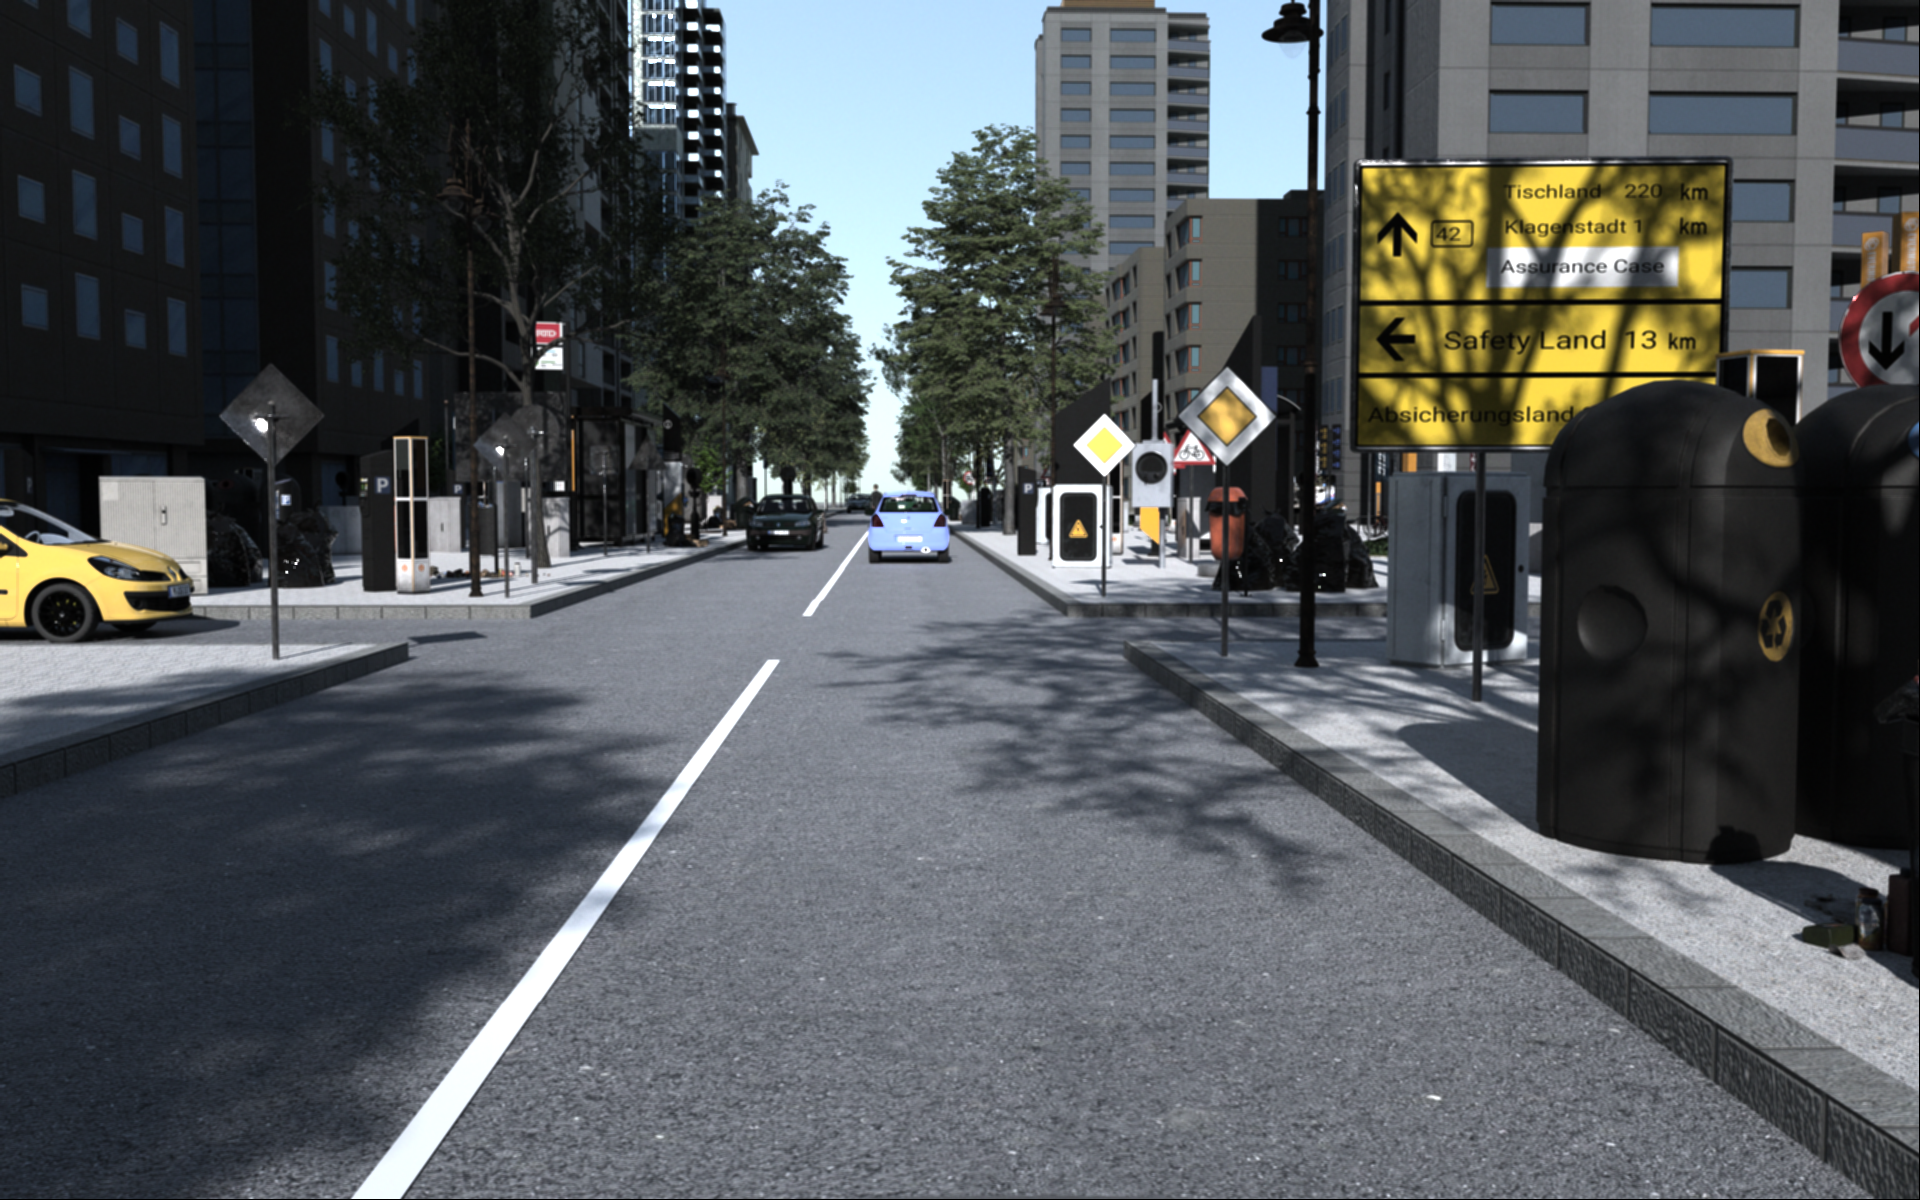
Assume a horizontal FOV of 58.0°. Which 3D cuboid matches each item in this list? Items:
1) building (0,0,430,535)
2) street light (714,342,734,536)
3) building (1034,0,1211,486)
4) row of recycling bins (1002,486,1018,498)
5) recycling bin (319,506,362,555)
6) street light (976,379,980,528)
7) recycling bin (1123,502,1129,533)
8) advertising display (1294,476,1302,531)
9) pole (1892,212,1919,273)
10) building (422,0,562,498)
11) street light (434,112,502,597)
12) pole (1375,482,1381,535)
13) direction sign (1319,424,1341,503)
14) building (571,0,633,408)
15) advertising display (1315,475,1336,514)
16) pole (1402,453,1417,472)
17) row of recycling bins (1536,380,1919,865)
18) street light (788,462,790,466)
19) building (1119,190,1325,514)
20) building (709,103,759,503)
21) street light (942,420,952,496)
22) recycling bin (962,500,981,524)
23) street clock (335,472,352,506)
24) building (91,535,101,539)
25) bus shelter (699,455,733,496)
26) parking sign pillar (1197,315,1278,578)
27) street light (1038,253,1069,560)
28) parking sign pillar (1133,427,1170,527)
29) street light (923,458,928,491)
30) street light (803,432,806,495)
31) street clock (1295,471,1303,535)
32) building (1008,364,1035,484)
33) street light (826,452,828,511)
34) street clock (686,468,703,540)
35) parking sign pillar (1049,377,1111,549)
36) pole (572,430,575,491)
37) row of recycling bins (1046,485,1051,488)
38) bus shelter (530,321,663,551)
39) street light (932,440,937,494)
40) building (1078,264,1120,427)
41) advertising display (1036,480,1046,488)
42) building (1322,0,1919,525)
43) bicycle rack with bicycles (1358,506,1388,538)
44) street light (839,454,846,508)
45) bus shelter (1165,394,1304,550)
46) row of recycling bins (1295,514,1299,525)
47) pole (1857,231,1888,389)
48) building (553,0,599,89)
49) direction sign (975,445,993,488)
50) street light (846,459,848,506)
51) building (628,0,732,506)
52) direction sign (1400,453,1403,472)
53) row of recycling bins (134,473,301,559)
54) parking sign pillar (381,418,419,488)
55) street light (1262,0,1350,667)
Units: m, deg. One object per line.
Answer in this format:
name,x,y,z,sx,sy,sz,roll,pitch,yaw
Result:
building,-28.856,-25.324,64.155,14.600,45.320,14.200,0,4,-2
street light,-7.179,-4.889,52.726,0.468,5.910,1.993,0,4,-2
building,19.718,-41.041,213.021,21.231,58.520,28.212,0,4,-2
row of recycling bins,2.368,-4.175,75.378,1.069,1.692,3.534,0,4,-4
recycling bin,-13.133,-1.479,36.730,0.722,1.027,0.722,-2,4,-34
street light,0.677,-5.621,64.693,0.468,5.910,1.993,0,4,-2
recycling bin,5.132,-2.761,57.692,0.722,1.027,0.722,-3,5,-43
advertising display,11.541,-3.389,60.625,0.123,1.923,0.974,-3,5,-44
pole,6.873,-1.151,12.655,0.158,3.312,0.155,0,3,0
building,-28.461,-19.269,86.750,14.160,30.474,14.107,0,4,-2
street light,-6.058,-2.980,21.506,0.468,5.910,1.993,0,4,-2
pole,13.150,-3.706,54.431,0.158,3.312,0.155,0,3,0
direction sign,12.059,-3.946,56.516,0.379,3.537,0.876,-3,4,-38
building,-33.983,-42.435,132.072,20.563,71.187,20.611,0,4,-2
advertising display,11.928,-3.179,57.195,0.974,1.923,0.123,-1,4,-12
pole,6.731,-1.963,25.941,0.158,3.312,0.155,0,3,0
row of recycling bins,3.929,0.034,6.564,3.534,1.692,1.069,0,4,-6
street light,-8.370,-6.850,84.793,0.468,5.910,1.993,0,4,-2
building,26.521,-16.597,116.393,27.650,21.520,28.899,0,4,-2
building,-42.650,-39.631,237.199,28.713,52.752,27.495,0,4,-2
street light,-0.943,-8.400,110.121,0.468,5.910,1.993,0,4,-2
recycling bin,0.554,-3.725,73.453,0.722,1.027,0.722,3,5,44
street clock,-19.967,-3.154,56.130,0.471,2.002,0.358,1,4,23
building,-28.677,-23.968,41.989,14.600,45.320,14.200,0,4,-2
bus shelter,-12.426,-5.595,85.395,2.014,3.302,5.546,0,4,-2
parking sign pillar,4.429,-2.349,26.874,1.447,3.967,1.447,-1,4,-16
street light,1.803,-3.712,33.474,0.468,5.910,1.993,0,4,-2
parking sign pillar,7.481,-4.841,67.625,1.447,3.967,1.447,0,4,5
street light,-4.055,-13.459,192.839,0.468,5.910,1.993,0,4,-2
street light,-8.818,-7.659,98.014,0.468,5.910,1.993,0,4,-2
street clock,10.733,-3.035,54.185,0.471,2.002,0.358,-1,4,-19
building,21.415,-24.324,242.734,27.650,21.520,28.899,0,4,-2
street light,-9.979,-9.587,129.541,0.468,5.910,1.993,0,4,-2
street clock,-7.408,-2.678,48.361,0.471,2.002,0.358,3,5,44
parking sign pillar,2.792,-3.148,39.949,1.447,3.967,1.447,0,4,-6
pole,-10.749,-3.311,47.975,0.158,3.312,0.155,0,3,0
row of recycling bins,3.868,-4.588,82.120,1.069,1.692,3.534,1,4,15
bus shelter,-8.970,-3.993,42.912,2.179,5.291,8.768,0,4,-2
street light,-2.055,-10.309,141.341,0.468,5.910,1.993,0,4,-2
building,25.169,-18.359,145.208,27.650,21.520,28.899,0,4,-2
advertising display,4.189,-5.078,88.242,0.123,1.923,0.974,1,4,22
building,26.516,-32.496,73.307,21.231,58.520,28.212,0,4,-2
bicycle rack with bicycles,13.241,-2.354,51.865,2.925,0.926,2.852,0,4,-2
street light,-11.063,-11.505,160.893,0.468,5.910,1.993,0,4,-2
bus shelter,5.792,-2.627,36.872,2.014,3.302,5.546,0,4,-2
row of recycling bins,13.791,-3.976,72.119,3.534,1.692,1.069,3,5,42
pole,7.139,-1.209,13.603,0.158,3.312,0.155,0,3,0
building,-37.834,-31.745,108.261,28.713,52.752,27.495,0,4,-2
direction sign,1.131,-5.418,80.580,0.876,3.537,0.379,1,4,22
street light,-11.862,-12.743,181.138,0.468,5.910,1.993,0,4,-2
building,-38.238,-54.671,206.549,22.319,86.520,31.000,0,4,-2
direction sign,15.886,-4.298,62.267,0.379,3.537,0.876,0,4,7
row of recycling bins,-14.989,-1.691,34.763,3.534,1.692,1.069,0,4,0
parking sign pillar,-19.798,-4.449,61.212,1.447,3.967,1.447,-2,4,-33
street light,2.583,-2.443,12.724,0.468,5.910,1.993,0,4,-2
